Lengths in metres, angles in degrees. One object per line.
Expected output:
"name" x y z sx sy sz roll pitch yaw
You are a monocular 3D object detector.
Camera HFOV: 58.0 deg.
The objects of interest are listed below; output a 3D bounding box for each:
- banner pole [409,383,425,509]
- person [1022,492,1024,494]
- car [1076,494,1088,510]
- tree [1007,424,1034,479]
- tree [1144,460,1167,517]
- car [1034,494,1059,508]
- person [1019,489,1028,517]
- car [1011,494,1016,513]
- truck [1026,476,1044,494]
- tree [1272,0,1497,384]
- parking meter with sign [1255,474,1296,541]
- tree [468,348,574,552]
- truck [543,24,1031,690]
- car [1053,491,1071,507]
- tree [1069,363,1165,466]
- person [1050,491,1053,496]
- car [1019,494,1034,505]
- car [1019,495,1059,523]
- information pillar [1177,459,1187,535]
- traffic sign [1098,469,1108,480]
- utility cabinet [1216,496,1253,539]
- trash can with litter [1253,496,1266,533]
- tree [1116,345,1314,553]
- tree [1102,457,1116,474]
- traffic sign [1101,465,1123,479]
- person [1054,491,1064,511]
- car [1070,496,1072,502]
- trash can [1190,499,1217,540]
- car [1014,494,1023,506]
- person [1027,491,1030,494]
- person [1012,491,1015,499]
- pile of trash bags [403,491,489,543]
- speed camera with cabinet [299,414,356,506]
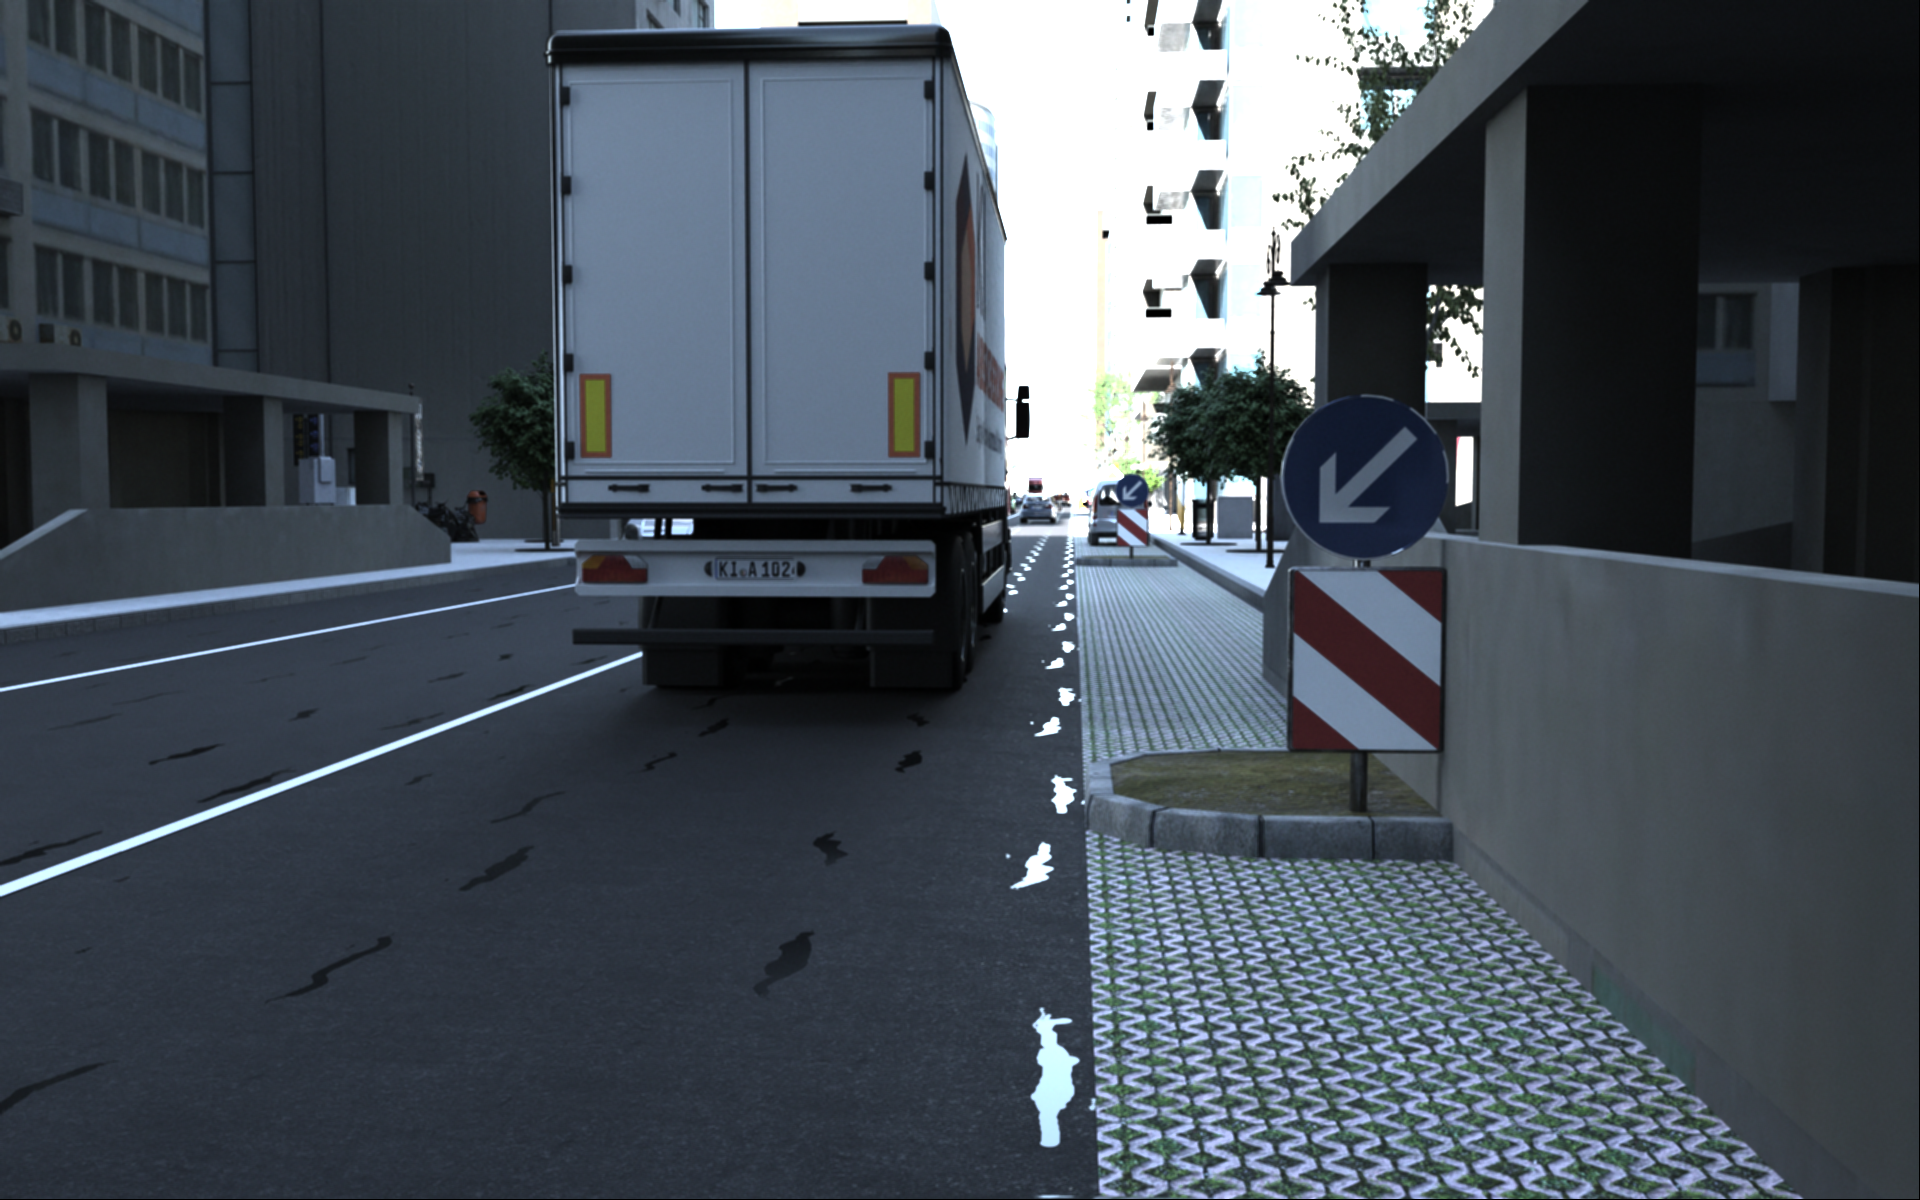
"banner pole" -12.368 -3.023 39.444 0.401 3.779 0.863 0 4 4
"person" 8.358 -13.391 228.155 1.217 1.736 0.721 3 4 36
"car" 11.342 -8.818 154.401 2.015 1.641 3.980 0 4 3
"tree" 7.723 -23.896 301.061 12.009 13.543 11.850 0 3 0
"tree" 10.607 -6.303 97.658 1.663 3.219 1.824 0 3 0
"car" 5.160 -5.971 107.843 2.015 1.641 3.980 0 4 3
"person" 3.800 -5.607 100.927 0.760 1.731 0.466 1 4 14
"car" 3.216 -7.393 129.676 1.959 1.807 4.718 0 4 4
"truck" 12.151 -17.686 278.075 2.839 4.237 11.283 0 4 4
"tree" 5.945 -4.425 22.719 4.737 8.622 4.395 0 3 0
"parking meter with sign" 8.802 -3.131 47.457 1.738 3.016 0.543 -2 4 -27
"tree" -9.372 -3.389 39.123 4.285 4.588 4.351 0 3 0
"truck" -0.895 -1.659 16.032 2.839 4.237 11.283 0 4 4
"car" 11.516 -11.531 197.203 2.281 1.827 5.304 0 4 4
"tree" 12.364 -12.861 136.026 9.928 11.665 9.643 0 3 0
"person" 9.299 -10.334 178.249 0.721 1.735 1.217 -1 4 -16
"car" 7.836 -11.501 197.085 2.155 1.783 4.494 0 4 3
"car" 3.942 -4.587 87.000 2.014 1.417 4.499 0 4 5
"information pillar" 6.933 -3.848 54.271 0.183 3.616 0.504 -1 4 -14
"traffic sign" 5.813 -3.945 68.141 0.795 2.450 0.064 0 4 4
"utility cabinet" 7.923 -2.373 49.961 1.020 1.237 0.306 0 4 -1
"trash can with litter" 9.817 -2.840 57.492 1.678 1.210 2.233 -1 4 -16
"tree" 6.579 -3.345 38.398 4.285 4.588 4.351 0 3 0
"tree" 6.230 -3.675 43.800 4.285 4.588 4.351 0 3 0
"traffic sign" 5.292 -3.458 60.173 0.795 2.450 0.064 0 4 4
"person" 8.387 -8.376 146.271 0.721 1.723 1.217 -3 5 -41
"car" 18.079 -17.585 296.561 2.155 1.783 4.494 0 4 3
"trash can" 6.781 -2.241 48.301 0.748 1.137 0.748 0 3 0
"car" 7.369 -11.814 205.152 2.014 1.417 4.499 0 4 4
"person" 9.560 -14.337 242.535 1.348 1.869 0.705 2 4 26
"person" 6.393 -12.269 209.104 0.705 1.824 1.348 -2 4 -26
"pile of trash bags" -13.713 -2.236 46.312 1.912 1.369 3.447 1 4 17
"speed camera with cabinet" -15.549 -2.998 43.355 0.660 3.252 2.038 2 4 27
